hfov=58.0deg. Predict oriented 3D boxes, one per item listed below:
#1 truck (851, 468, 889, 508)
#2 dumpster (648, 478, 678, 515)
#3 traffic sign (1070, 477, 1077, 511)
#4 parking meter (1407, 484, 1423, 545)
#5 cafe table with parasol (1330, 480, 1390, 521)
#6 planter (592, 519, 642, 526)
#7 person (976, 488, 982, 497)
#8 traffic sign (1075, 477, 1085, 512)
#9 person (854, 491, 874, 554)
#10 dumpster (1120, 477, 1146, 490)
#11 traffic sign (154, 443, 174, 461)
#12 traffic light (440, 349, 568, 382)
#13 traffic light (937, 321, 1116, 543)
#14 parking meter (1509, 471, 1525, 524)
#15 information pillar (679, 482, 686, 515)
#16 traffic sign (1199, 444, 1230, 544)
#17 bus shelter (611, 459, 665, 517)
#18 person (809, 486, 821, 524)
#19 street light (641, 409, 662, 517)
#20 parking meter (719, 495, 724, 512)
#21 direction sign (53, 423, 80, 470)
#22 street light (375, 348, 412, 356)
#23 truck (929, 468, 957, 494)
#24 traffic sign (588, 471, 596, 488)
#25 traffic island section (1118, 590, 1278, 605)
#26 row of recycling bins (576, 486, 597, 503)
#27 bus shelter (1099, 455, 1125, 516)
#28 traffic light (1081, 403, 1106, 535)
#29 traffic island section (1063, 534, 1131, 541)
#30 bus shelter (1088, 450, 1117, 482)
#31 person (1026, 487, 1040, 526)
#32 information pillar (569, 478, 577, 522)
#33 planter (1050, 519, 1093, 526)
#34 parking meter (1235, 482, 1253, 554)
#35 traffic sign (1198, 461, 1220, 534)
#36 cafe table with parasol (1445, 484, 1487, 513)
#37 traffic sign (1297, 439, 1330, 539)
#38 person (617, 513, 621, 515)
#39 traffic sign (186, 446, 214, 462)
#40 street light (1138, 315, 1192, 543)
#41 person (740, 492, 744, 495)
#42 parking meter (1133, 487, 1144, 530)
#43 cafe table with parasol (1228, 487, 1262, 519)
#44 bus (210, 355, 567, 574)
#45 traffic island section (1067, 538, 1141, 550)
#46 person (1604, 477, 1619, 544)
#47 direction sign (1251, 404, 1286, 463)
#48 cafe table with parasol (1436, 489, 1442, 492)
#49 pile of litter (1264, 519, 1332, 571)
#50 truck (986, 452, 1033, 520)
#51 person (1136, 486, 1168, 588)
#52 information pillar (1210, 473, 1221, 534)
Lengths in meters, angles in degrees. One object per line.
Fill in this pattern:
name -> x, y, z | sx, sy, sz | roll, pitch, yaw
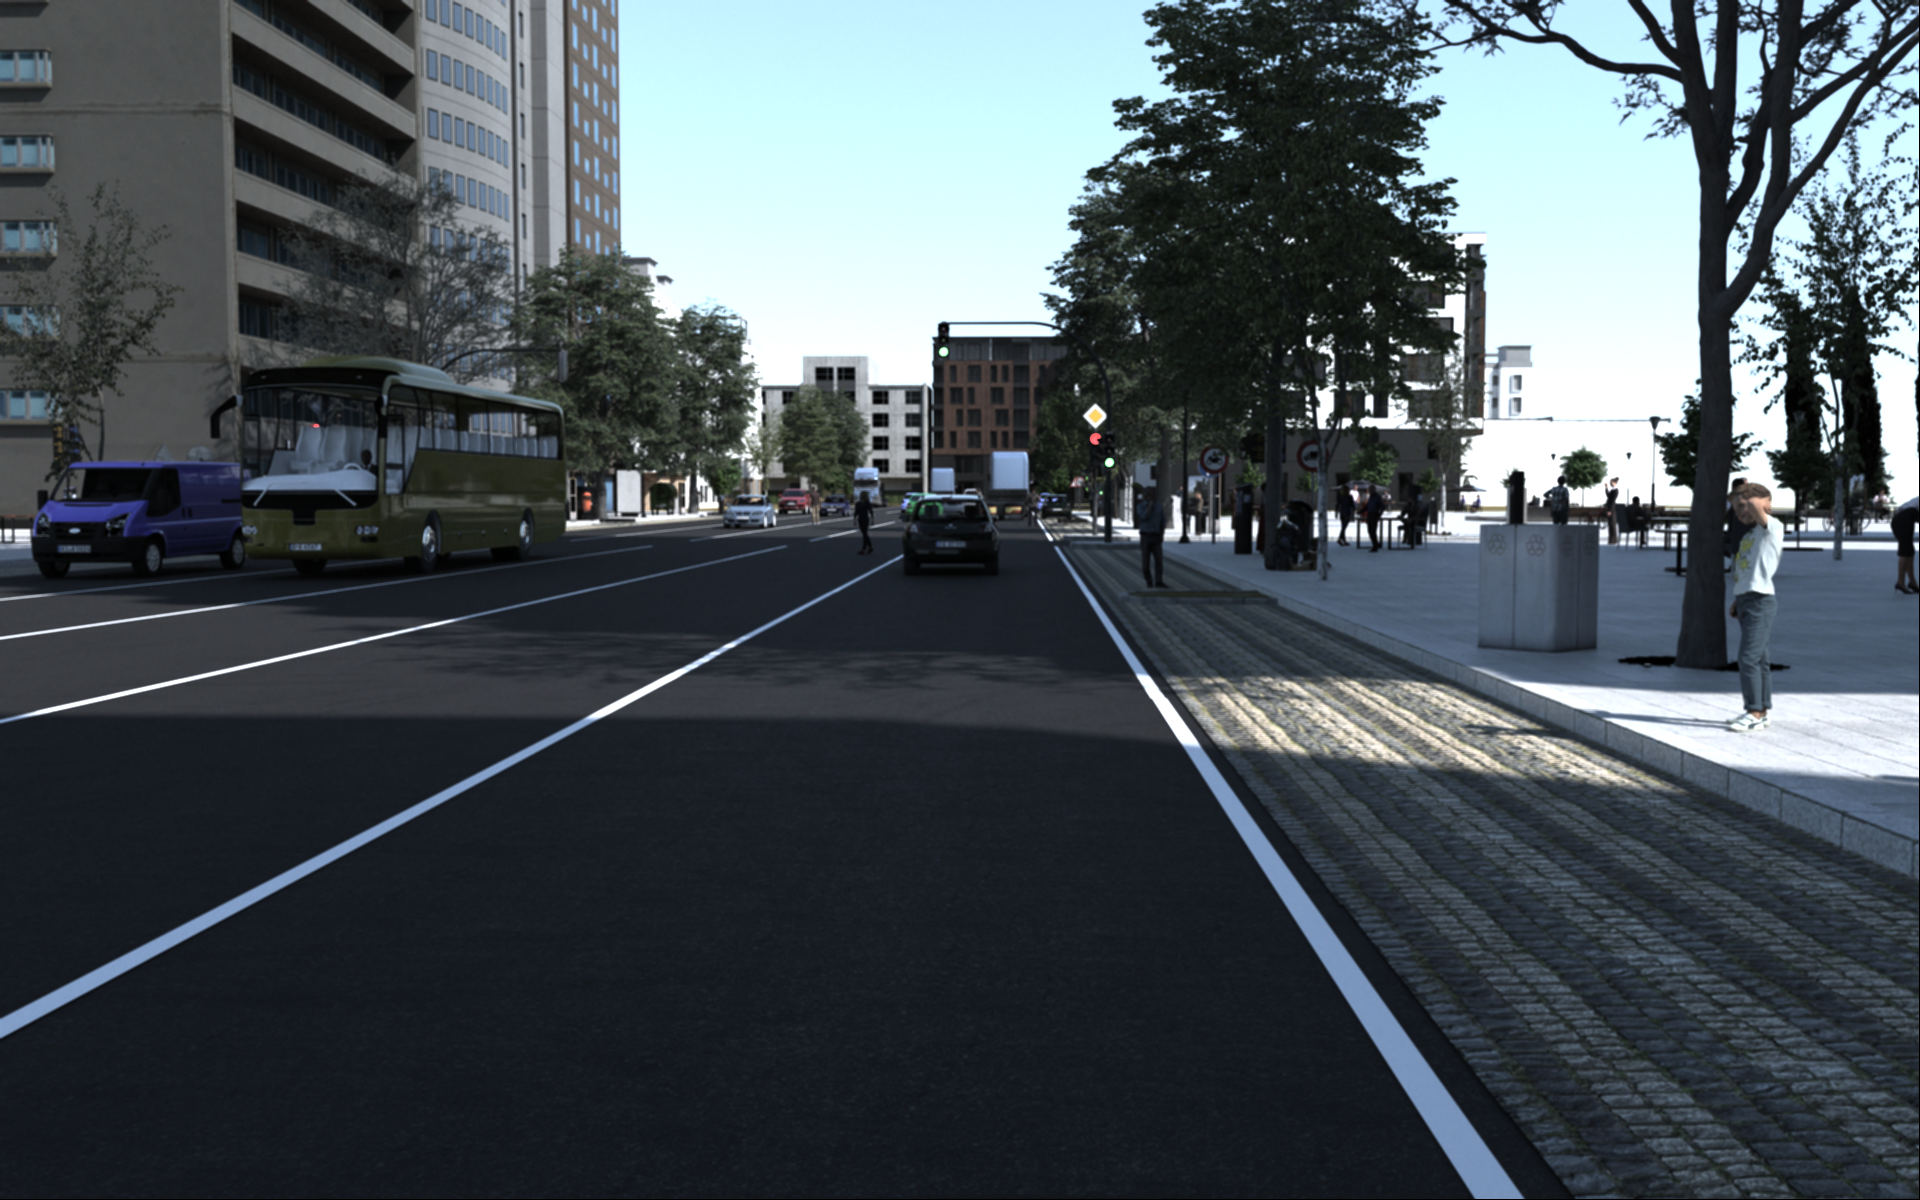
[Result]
truck -> -9.359, -11.850, 183.508 | 2.967, 4.110, 18.799 | 0, 4, 1
dumpster -> -18.161, -6.319, 105.808 | 1.502, 2.255, 1.985 | 0, 4, 2
traffic sign -> 8.597, -7.878, 128.803 | 0.884, 2.594, 0.081 | 0, 4, 4
parking meter -> 11.501, -2.163, 43.775 | 0.372, 1.533, 0.369 | 0, 3, 0
cafe table with parasol -> 19.978, -5.062, 87.628 | 2.610, 1.966, 2.610 | 3, 5, 42
planter -> -15.648, -3.562, 79.378 | 1.991, 0.319, 1.994 | 0, 4, 2
person -> 0.945, -4.657, 85.364 | 0.376, 1.734, 0.841 | 0, 4, 1
traffic sign -> 8.782, -7.754, 126.884 | 0.768, 2.556, 0.104 | 1, 4, 10
person -> -2.273, -1.857, 41.401 | 0.480, 1.512, 0.613 | 1, 4, 11
dumpster -> 9.943, -5.965, 100.023 | 1.502, 2.255, 1.985 | 0, 4, 2
traffic sign -> -20.293, -2.702, 44.176 | 0.884, 2.594, 0.081 | 0, 4, 3
traffic light -> -14.705, -4.873, 54.347 | 4.771, 5.953, 1.251 | 0, 4, 2
traffic light -> 1.799, -4.340, 45.623 | 4.771, 5.953, 1.251 | 0, 4, 2
parking meter -> 14.255, -2.363, 44.348 | 0.255, 1.863, 0.399 | 0, 4, -2
information pillar -> -17.077, -6.236, 106.445 | 0.304, 2.012, 0.304 | -3, 5, -39
traffic sign -> 6.509, -2.708, 44.376 | 0.768, 2.556, 0.104 | 0, 4, 5
bus shelter -> -18.428, -6.434, 99.124 | 2.014, 3.302, 5.546 | 0, 4, 2
person -> -6.881, -4.493, 82.081 | 0.598, 1.807, 0.434 | -1, 4, -15
street light -> -16.822, -7.484, 94.897 | 1.470, 5.913, 1.316 | 0, 4, 2
parking meter -> -16.649, -6.873, 120.785 | 0.372, 1.533, 0.369 | 0, 3, 0
direction sign -> -28.532, -3.877, 55.380 | 0.876, 3.537, 0.379 | 0, 4, 5
street light -> -18.176, -5.067, 55.386 | 1.470, 5.913, 1.316 | 0, 4, 2
truck -> -1.987, -11.283, 174.242 | 2.967, 4.110, 18.799 | 0, 4, 2
traffic sign -> -19.709, -5.711, 93.487 | 0.768, 2.556, 0.104 | 1, 4, 11
traffic island section -> 3.144, -0.029, 23.334 | 1.991, 0.108, 1.994 | 0, 4, 2
row of recycling bins -> -19.451, -5.049, 89.665 | 1.069, 1.692, 3.534 | 0, 4, -2
bus shelter -> 9.002, -6.929, 104.570 | 1.731, 3.624, 6.357 | 0, 4, 2
traffic light -> 4.171, -3.960, 53.672 | 0.839, 4.253, 0.868 | 0, 4, 2
traffic island section -> 4.211, -1.927, 53.785 | 2.009, 0.180, 2.903 | 0, 4, 2
bus shelter -> 9.439, -8.246, 112.461 | 2.179, 5.291, 8.768 | 0, 4, 2
person -> 3.291, -4.206, 77.806 | 0.617, 1.759, 0.750 | 0, 4, 7
information pillar -> -17.932, -4.636, 80.282 | 0.304, 2.012, 0.304 | -1, 4, -10
planter -> 5.063, -3.504, 78.429 | 1.991, 0.319, 1.994 | 0, 4, 2
parking meter -> 6.068, -1.752, 37.051 | 0.372, 1.533, 0.369 | 0, 3, 0
traffic sign -> 7.997, -3.387, 55.490 | 0.768, 2.556, 0.104 | 0, 4, 3
cafe table with parasol -> 34.090, -6.807, 116.154 | 2.610, 1.966, 2.610 | 0, 4, 4
traffic sign -> 8.247, -2.472, 40.521 | 0.768, 2.556, 0.104 | 0, 4, 4
person -> -21.286, -5.585, 107.828 | 0.381, 0.543, 0.357 | 0, 4, -8
traffic sign -> -20.002, -2.782, 45.589 | 0.768, 2.556, 0.104 | 0, 4, 4
street light -> 5.320, -4.433, 45.025 | 1.470, 5.913, 1.316 | 0, 4, 2
person -> -16.199, -7.339, 129.216 | 0.628, 1.438, 0.799 | 0, 4, -7
parking meter -> 6.470, -3.322, 62.727 | 0.372, 1.533, 0.369 | 0, 3, 0
cafe table with parasol -> 15.312, -5.233, 90.428 | 2.610, 1.966, 2.610 | 2, 4, 28
bus -> -10.623, -2.619, 34.368 | 2.896, 3.916, 12.252 | 0, 4, 2
traffic island section -> 3.932, -1.439, 45.805 | 2.009, 0.180, 2.903 | 0, 4, 2
person -> 16.597, -2.292, 44.323 | 0.445, 1.727, 0.742 | -1, 4, -16
direction sign -> 7.771, -3.162, 43.696 | 0.876, 3.537, 0.379 | 0, 4, 0
cafe table with parasol -> 35.661, -7.356, 125.129 | 2.610, 1.966, 2.610 | 0, 4, 4
pile of litter -> 5.826, -0.948, 29.469 | 1.719, 0.858, 1.176 | -3, 5, -43
truck -> 2.783, -6.992, 104.080 | 2.967, 4.110, 18.799 | 0, 4, 3
person -> 2.934, -0.956, 26.339 | 0.499, 1.552, 0.429 | 1, 4, 10
information pillar -> 8.228, -3.139, 55.817 | 0.304, 2.012, 0.304 | 0, 4, 4
